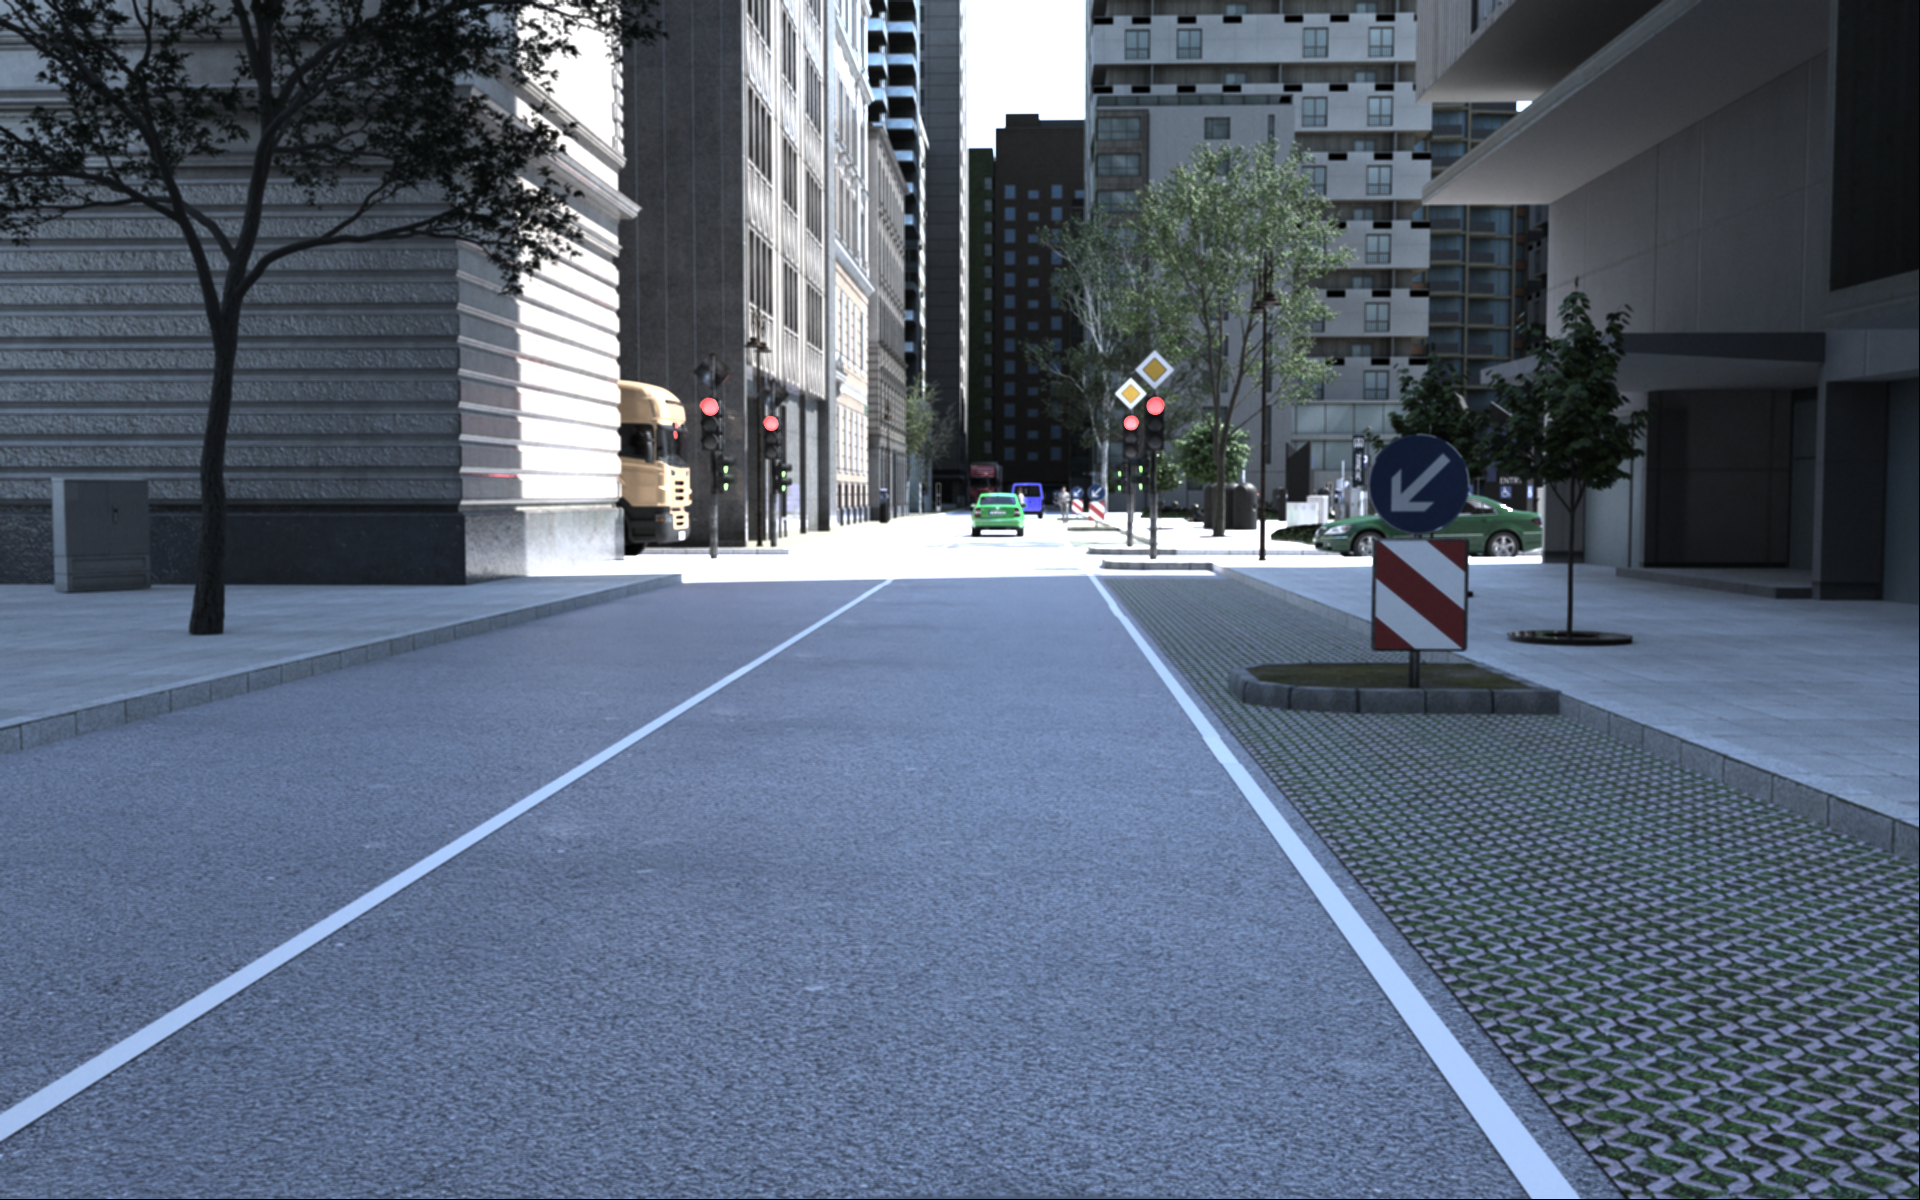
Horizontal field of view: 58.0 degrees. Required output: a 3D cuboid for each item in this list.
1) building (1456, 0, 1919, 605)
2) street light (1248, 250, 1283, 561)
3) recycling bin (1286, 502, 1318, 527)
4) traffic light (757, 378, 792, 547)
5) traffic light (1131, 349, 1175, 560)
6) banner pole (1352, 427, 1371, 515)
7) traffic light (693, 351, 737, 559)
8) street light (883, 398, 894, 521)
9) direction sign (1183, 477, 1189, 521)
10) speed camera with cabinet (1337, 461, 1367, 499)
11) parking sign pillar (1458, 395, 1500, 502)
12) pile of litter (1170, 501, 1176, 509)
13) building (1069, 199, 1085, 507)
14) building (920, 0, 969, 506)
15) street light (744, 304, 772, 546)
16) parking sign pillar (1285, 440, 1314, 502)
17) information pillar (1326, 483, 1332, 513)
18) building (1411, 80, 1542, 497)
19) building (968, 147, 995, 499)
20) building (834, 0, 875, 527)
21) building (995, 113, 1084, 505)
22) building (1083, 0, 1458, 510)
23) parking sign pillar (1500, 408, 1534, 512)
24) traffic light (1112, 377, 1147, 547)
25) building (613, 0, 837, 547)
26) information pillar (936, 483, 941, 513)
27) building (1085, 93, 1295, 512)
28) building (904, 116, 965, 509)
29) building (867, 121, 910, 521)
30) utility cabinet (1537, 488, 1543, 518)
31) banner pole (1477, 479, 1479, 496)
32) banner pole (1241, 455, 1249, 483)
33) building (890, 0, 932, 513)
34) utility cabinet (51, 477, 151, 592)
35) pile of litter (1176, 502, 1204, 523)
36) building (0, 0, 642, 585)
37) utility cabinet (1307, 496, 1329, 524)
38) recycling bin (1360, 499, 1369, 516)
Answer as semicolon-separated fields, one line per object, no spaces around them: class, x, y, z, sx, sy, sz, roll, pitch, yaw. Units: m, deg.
building;21.442;-26.231;18.118;28.713;52.752;27.495;0;4;2
street light;5.807;-3.688;33.089;0.468;5.910;1.993;0;4;2
recycling bin;10.631;-2.527;53.871;0.722;1.027;0.722;-2;4;-24
traffic light;-4.520;-3.251;42.068;0.839;4.253;0.868;0;4;2
traffic light;3.763;-2.742;33.760;0.839;4.253;0.868;0;4;2
banner pole;14.959;-4.550;64.413;0.863;3.779;0.401;-1;4;-11
traffic light;-4.842;-2.763;34.090;0.839;4.253;0.868;0;4;2
street light;-3.417;-6.704;82.404;0.468;5.910;1.993;0;4;2
direction sign;11.016;-5.620;83.889;0.379;3.537;0.876;1;4;11
speed camera with cabinet;23.350;-6.617;102.524;2.038;3.252;0.660;1;4;12
parking sign pillar;12.932;-3.451;44.898;1.447;3.967;1.447;0;4;-2
pile of litter;13.230;-5.647;106.298;1.719;0.858;1.176;3;4;37
building;17.842;-24.434;171.193;14.160;30.474;14.107;0;4;2
building;-9.722;-45.484;181.918;20.611;71.187;20.563;0;4;2
street light;-4.914;-4.253;42.328;0.468;5.910;1.993;0;4;2
parking sign pillar;17.760;-6.283;91.203;1.447;3.967;1.447;-2;4;-33
information pillar;23.743;-6.542;111.460;0.304;2.012;0.304;-1;4;-19
building;43.555;-32.112;179.662;28.867;44.769;22.147;0;4;2
building;-2.728;-32.039;207.430;14.086;41.232;14.154;0;4;2
building;-10.840;-17.451;71.234;13.634;28.700;20.117;0;4;2
building;11.406;-34.048;206.796;14.200;45.320;14.600;0;4;2
building;24.469;-34.219;148.712;28.713;52.752;27.495;0;4;2
parking sign pillar;15.889;-3.770;50.116;1.447;3.967;1.447;3;5;42
traffic light;4.085;-3.230;41.738;0.839;4.253;0.868;0;4;2
building;-10.795;-14.271;51.348;12.078;24.808;19.932;0;4;2
information pillar;-1.446;-6.805;115.758;0.304;2.012;0.304;0;4;-4
building;16.879;-21.848;128.919;14.160;30.474;14.107;0;4;2
building;-15.881;-28.649;160.298;32.217;40.220;23.993;0;4;2
building;-8.105;-14.788;90.930;9.793;20.994;18.267;0;4;2
utility cabinet;20.831;-3.225;61.404;0.318;1.500;1.173;3;5;40
banner pole;30.502;-6.845;101.940;0.401;3.779;0.863;1;4;17
banner pole;17.763;-7.207;107.853;0.863;3.779;0.401;-3;5;-44
building;-13.010;-50.069;131.301;22.319;86.520;31.000;0;4;2
utility cabinet;-11.339;-0.870;22.906;0.318;1.500;1.173;2;4;31
pile of litter;10.845;-3.938;78.353;1.176;0.858;1.719;-2;4;-25
building;-15.980;-12.225;28.750;19.941;23.489;11.050;0;4;2
utility cabinet;13.982;-3.463;67.782;0.306;1.237;1.020;-2;4;-26
recycling bin;23.004;-5.154;96.817;0.722;1.027;0.722;-1;4;-17
